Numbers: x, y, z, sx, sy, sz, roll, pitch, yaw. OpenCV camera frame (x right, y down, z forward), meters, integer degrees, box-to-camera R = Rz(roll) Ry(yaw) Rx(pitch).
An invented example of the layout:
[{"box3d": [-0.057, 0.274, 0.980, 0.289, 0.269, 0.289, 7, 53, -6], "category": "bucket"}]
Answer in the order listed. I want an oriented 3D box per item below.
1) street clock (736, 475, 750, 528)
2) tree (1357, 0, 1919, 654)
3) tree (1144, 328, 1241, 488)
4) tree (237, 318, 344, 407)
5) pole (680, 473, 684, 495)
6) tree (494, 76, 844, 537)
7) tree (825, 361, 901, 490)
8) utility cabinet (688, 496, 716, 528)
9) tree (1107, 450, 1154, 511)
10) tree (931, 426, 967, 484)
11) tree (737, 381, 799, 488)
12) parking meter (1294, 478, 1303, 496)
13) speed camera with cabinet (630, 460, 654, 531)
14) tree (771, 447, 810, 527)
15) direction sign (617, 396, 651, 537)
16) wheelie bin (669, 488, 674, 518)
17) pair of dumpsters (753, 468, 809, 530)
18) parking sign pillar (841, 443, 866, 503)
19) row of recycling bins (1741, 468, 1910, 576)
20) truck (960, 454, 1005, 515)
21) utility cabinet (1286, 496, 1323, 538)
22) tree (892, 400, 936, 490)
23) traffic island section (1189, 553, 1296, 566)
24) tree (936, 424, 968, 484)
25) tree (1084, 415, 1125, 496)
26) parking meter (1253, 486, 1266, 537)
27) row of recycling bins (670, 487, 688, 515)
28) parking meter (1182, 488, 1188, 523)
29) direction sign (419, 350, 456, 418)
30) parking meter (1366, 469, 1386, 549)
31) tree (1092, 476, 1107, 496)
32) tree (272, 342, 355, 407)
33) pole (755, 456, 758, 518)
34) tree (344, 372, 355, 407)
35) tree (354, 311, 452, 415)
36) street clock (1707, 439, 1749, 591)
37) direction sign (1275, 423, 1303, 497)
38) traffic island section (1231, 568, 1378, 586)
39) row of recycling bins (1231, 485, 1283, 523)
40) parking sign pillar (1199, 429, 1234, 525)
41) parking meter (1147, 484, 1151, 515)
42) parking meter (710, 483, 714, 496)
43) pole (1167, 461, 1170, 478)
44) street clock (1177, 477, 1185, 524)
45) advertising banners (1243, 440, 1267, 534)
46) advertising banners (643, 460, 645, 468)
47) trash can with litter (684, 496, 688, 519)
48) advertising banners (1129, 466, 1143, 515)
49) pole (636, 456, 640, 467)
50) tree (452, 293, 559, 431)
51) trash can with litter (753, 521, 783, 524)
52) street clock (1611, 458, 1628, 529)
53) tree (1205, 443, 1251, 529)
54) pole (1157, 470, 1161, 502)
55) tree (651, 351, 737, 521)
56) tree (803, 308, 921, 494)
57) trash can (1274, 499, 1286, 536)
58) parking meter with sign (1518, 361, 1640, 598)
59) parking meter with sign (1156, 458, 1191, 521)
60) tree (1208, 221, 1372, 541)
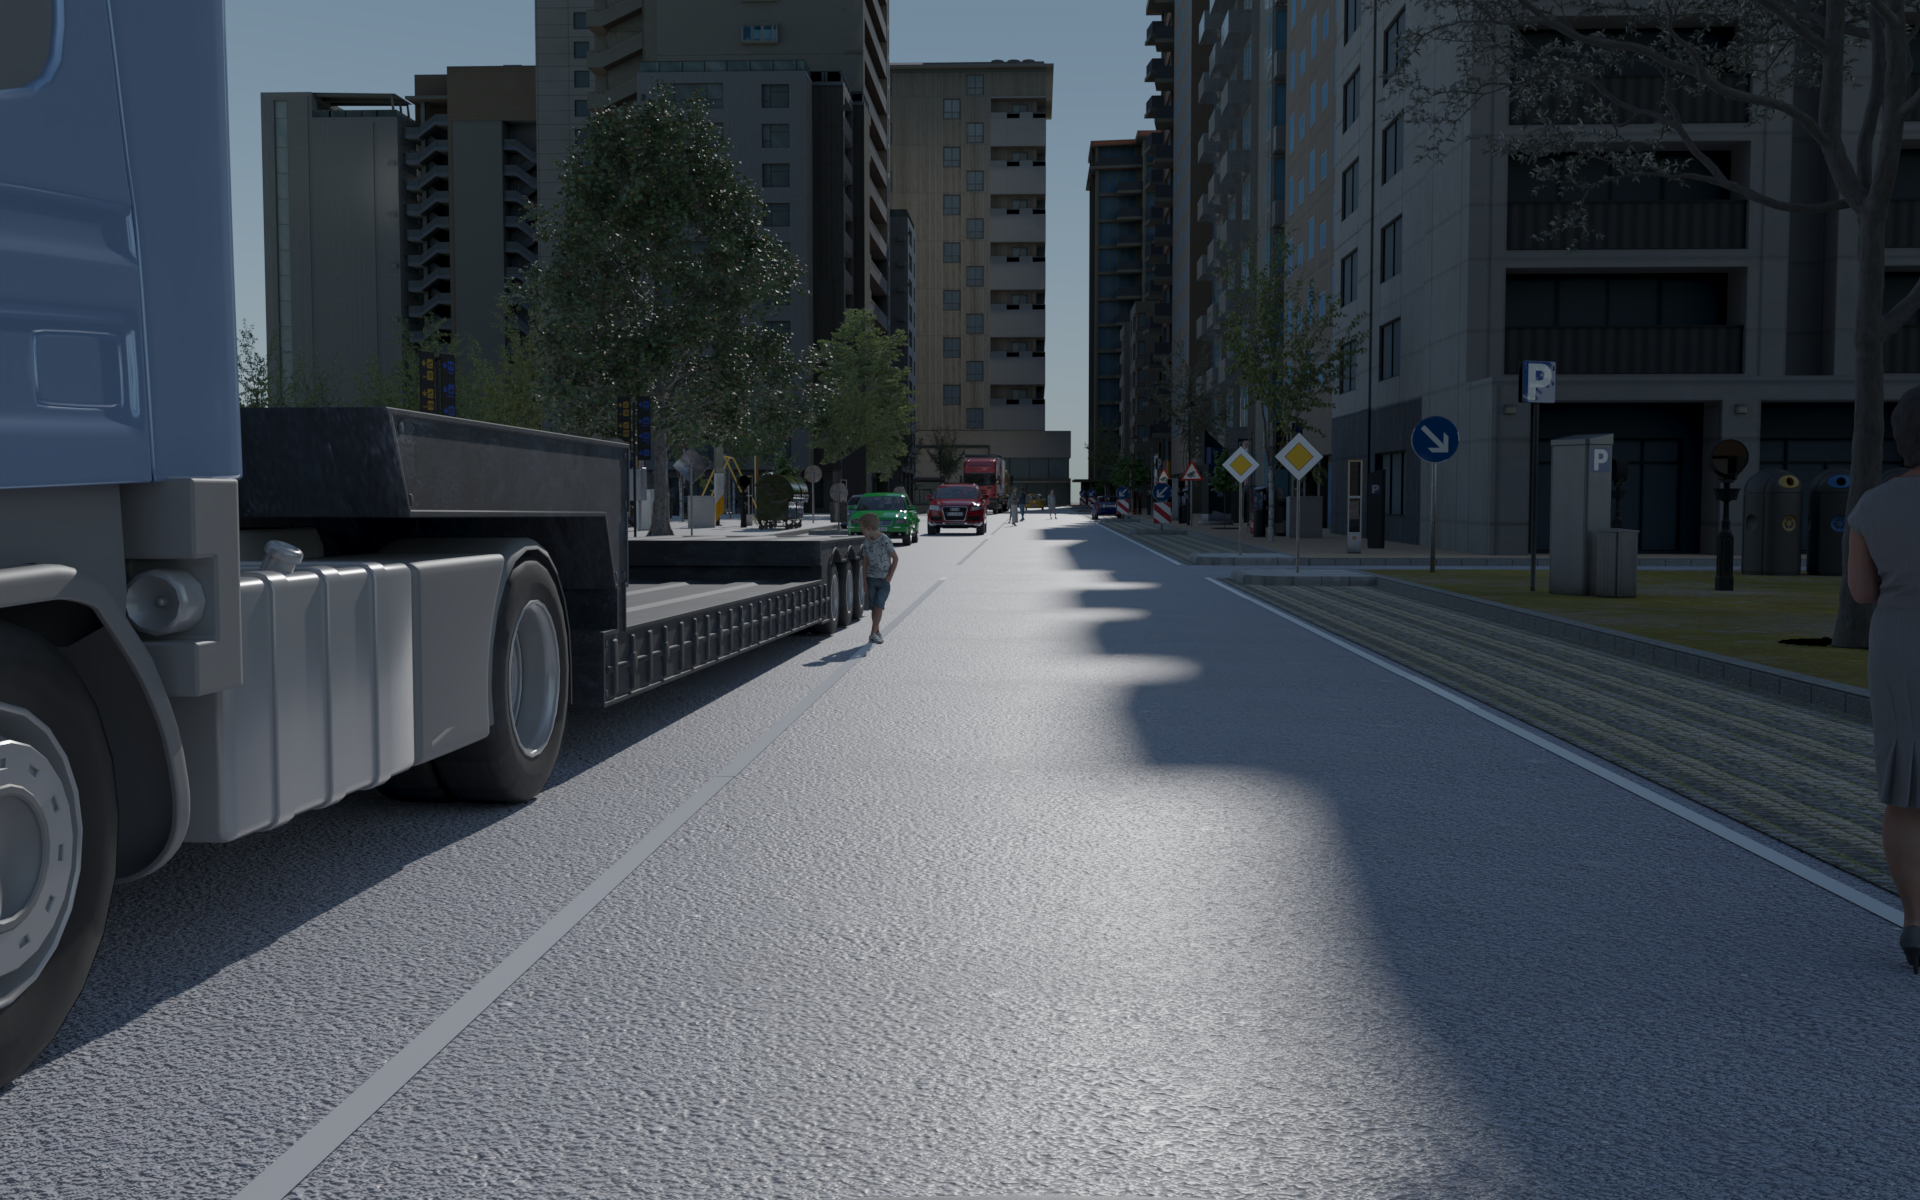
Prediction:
[{"box3d": [-8.267, -3.764, 66.112, 0.471, 2.002, 0.358, -2, 4, -33], "category": "street clock"}, {"box3d": [7.660, -6.346, 14.122, 12.009, 13.543, 11.850, 0, 3, 0], "category": "tree"}, {"box3d": [10.461, -7.796, 77.830, 4.360, 8.622, 3.978, 0, 3, 0], "category": "tree"}, {"box3d": [-29.437, -7.530, 73.484, 4.737, 8.622, 4.395, 0, 3, 0], "category": "tree"}, {"box3d": [-15.822, -6.406, 98.575, 0.158, 3.312, 0.155, 0, 3, 0], "category": "pole"}, {"box3d": [-8.340, -8.020, 48.137, 9.611, 12.733, 9.660, 0, 3, 0], "category": "tree"}, {"box3d": [-5.394, -8.937, 96.480, 4.737, 8.622, 4.395, 0, 3, 0], "category": "tree"}, {"box3d": [-9.836, -3.352, 65.963, 1.020, 1.237, 0.306, 0, 4, 1], "category": "utility cabinet"}, {"box3d": [12.648, -8.841, 128.264, 4.285, 4.588, 4.351, 0, 3, 0], "category": "tree"}, {"box3d": [-1.314, -14.628, 189.533, 4.737, 8.622, 4.395, 0, 3, 0], "category": "tree"}, {"box3d": [-10.871, -9.037, 98.121, 4.737, 8.622, 4.395, 0, 3, 0], "category": "tree"}, {"box3d": [12.049, -3.424, 61.687, 0.255, 1.863, 0.399, 2, 4, 29], "category": "parking meter"}, {"box3d": [-11.163, -4.075, 60.957, 0.660, 3.252, 2.038, 1, 4, 9], "category": "speed camera with cabinet"}, {"box3d": [-6.947, -4.461, 67.546, 1.663, 3.219, 1.824, 0, 3, 0], "category": "tree"}, {"box3d": [-7.553, -2.948, 40.196, 0.876, 3.537, 0.379, 1, 4, 22], "category": "direction sign"}, {"box3d": [-15.454, -5.083, 91.010, 0.980, 1.594, 0.693, -3, 5, -40], "category": "wheelie bin"}, {"box3d": [-6.591, -3.740, 63.641, 1.574, 2.255, 4.437, 0, 4, 2], "category": "pair of dumpsters"}, {"box3d": [-5.632, -6.299, 91.456, 1.447, 3.967, 1.447, -1, 4, -14], "category": "parking sign pillar"}, {"box3d": [14.207, -1.228, 27.186, 3.534, 1.692, 1.069, 1, 4, 18], "category": "row of recycling bins"}, {"box3d": [1.746, -8.316, 124.879, 2.839, 4.237, 11.283, 0, 4, 4], "category": "truck"}, {"box3d": [10.060, -2.412, 50.603, 1.020, 1.237, 0.306, -1, 4, -10], "category": "utility cabinet"}, {"box3d": [-4.405, -11.178, 133.128, 4.360, 8.622, 3.978, 0, 3, 0], "category": "tree"}, {"box3d": [5.875, -0.853, 36.220, 2.009, 0.180, 2.903, 0, 4, 3], "category": "traffic island section"}, {"box3d": [-1.691, -13.971, 178.787, 4.360, 8.622, 3.978, 0, 3, 0], "category": "tree"}, {"box3d": [13.599, -12.913, 161.492, 4.737, 8.622, 4.395, 0, 3, 0], "category": "tree"}, {"box3d": [8.909, -2.635, 51.497, 0.372, 1.533, 0.369, 0, 3, 0], "category": "parking meter"}, {"box3d": [-17.229, -6.065, 106.280, 1.069, 1.692, 3.534, 0, 4, -3], "category": "row of recycling bins"}, {"box3d": [9.823, -4.113, 75.658, 0.372, 1.533, 0.369, 0, 3, 0], "category": "parking meter"}, {"box3d": [-8.358, -2.189, 27.791, 0.379, 3.537, 0.876, 1, 4, 20], "category": "direction sign"}, {"box3d": [9.788, -2.144, 40.769, 0.399, 1.863, 0.255, 2, 4, 28], "category": "parking meter"}, {"box3d": [13.970, -10.710, 169.710, 1.663, 3.219, 1.824, 0, 3, 0], "category": "tree"}, {"box3d": [-30.846, -8.121, 83.135, 4.360, 8.622, 3.978, 0, 3, 0], "category": "tree"}, {"box3d": [-10.767, -5.983, 91.671, 0.158, 3.312, 0.155, 0, 3, 0], "category": "pole"}, {"box3d": [-30.232, -8.602, 90.998, 4.737, 8.622, 4.395, 0, 3, 0], "category": "tree"}, {"box3d": [-21.467, -7.255, 68.988, 4.737, 8.622, 4.395, 0, 3, 0], "category": "tree"}, {"box3d": [10.165, -1.126, 22.979, 0.471, 2.002, 0.358, 0, 4, 8], "category": "street clock"}, {"box3d": [10.430, -3.852, 54.972, 0.876, 3.537, 0.379, 0, 4, -7], "category": "direction sign"}, {"box3d": [5.523, -0.365, 28.243, 2.009, 0.180, 2.903, 0, 4, 3], "category": "traffic island section"}, {"box3d": [12.547, -4.259, 76.755, 3.534, 1.692, 1.069, 0, 4, -2], "category": "row of recycling bins"}, {"box3d": [10.684, -5.113, 72.067, 1.447, 3.967, 1.447, -2, 4, -35], "category": "parking sign pillar"}, {"box3d": [11.506, -6.093, 105.339, 0.255, 1.863, 0.399, 0, 4, 6], "category": "parking meter"}, {"box3d": [-12.646, -5.083, 88.811, 0.255, 1.863, 0.399, 1, 4, 18], "category": "parking meter"}, {"box3d": [13.001, -6.994, 108.191, 0.158, 3.312, 0.155, 0, 3, 0], "category": "pole"}, {"box3d": [9.549, -4.298, 74.834, 0.358, 2.002, 0.471, 0, 4, 3], "category": "street clock"}, {"box3d": [9.485, -3.650, 55.870, 0.090, 3.025, 2.074, -1, 4, -11], "category": "advertising banners"}, {"box3d": [-14.334, -5.142, 80.262, 0.090, 3.025, 2.074, 1, 4, 19], "category": "advertising banners"}, {"box3d": [-14.084, -4.774, 89.440, 0.624, 1.170, 1.055, 0, 4, -1], "category": "trash can with litter"}, {"box3d": [10.871, -6.802, 107.405, 0.090, 3.025, 2.074, 2, 4, 30], "category": "advertising banners"}, {"box3d": [-17.179, -6.025, 92.351, 0.158, 3.312, 0.155, 0, 3, 0], "category": "pole"}, {"box3d": [-15.551, -6.830, 62.041, 4.737, 8.622, 4.395, 0, 3, 0], "category": "tree"}, {"box3d": [-8.527, -3.961, 75.822, 1.678, 1.210, 2.233, 1, 4, 21], "category": "trash can with litter"}, {"box3d": [13.381, -1.875, 35.234, 0.358, 2.002, 0.471, 0, 4, 0], "category": "street clock"}, {"box3d": [9.610, -4.210, 63.433, 1.663, 3.219, 1.824, 0, 3, 0], "category": "tree"}, {"box3d": [12.030, -6.778, 104.668, 0.158, 3.312, 0.155, 0, 3, 0], "category": "pole"}, {"box3d": [-13.491, -8.144, 83.519, 4.737, 8.622, 4.395, 0, 3, 0], "category": "tree"}, {"box3d": [-6.058, -11.511, 106.334, 7.486, 12.596, 7.792, 0, 3, 0], "category": "tree"}, {"box3d": [9.797, -2.513, 52.733, 0.748, 1.137, 0.748, 0, 3, 0], "category": "trash can"}, {"box3d": [7.889, -1.576, 22.028, 0.543, 3.016, 1.738, -1, 4, -23], "category": "parking meter with sign"}, {"box3d": [10.382, -5.361, 83.912, 1.738, 3.016, 0.543, 2, 4, 30], "category": "parking meter with sign"}, {"box3d": [8.603, -5.895, 46.746, 4.737, 8.622, 4.395, 0, 3, 0], "category": "tree"}]
